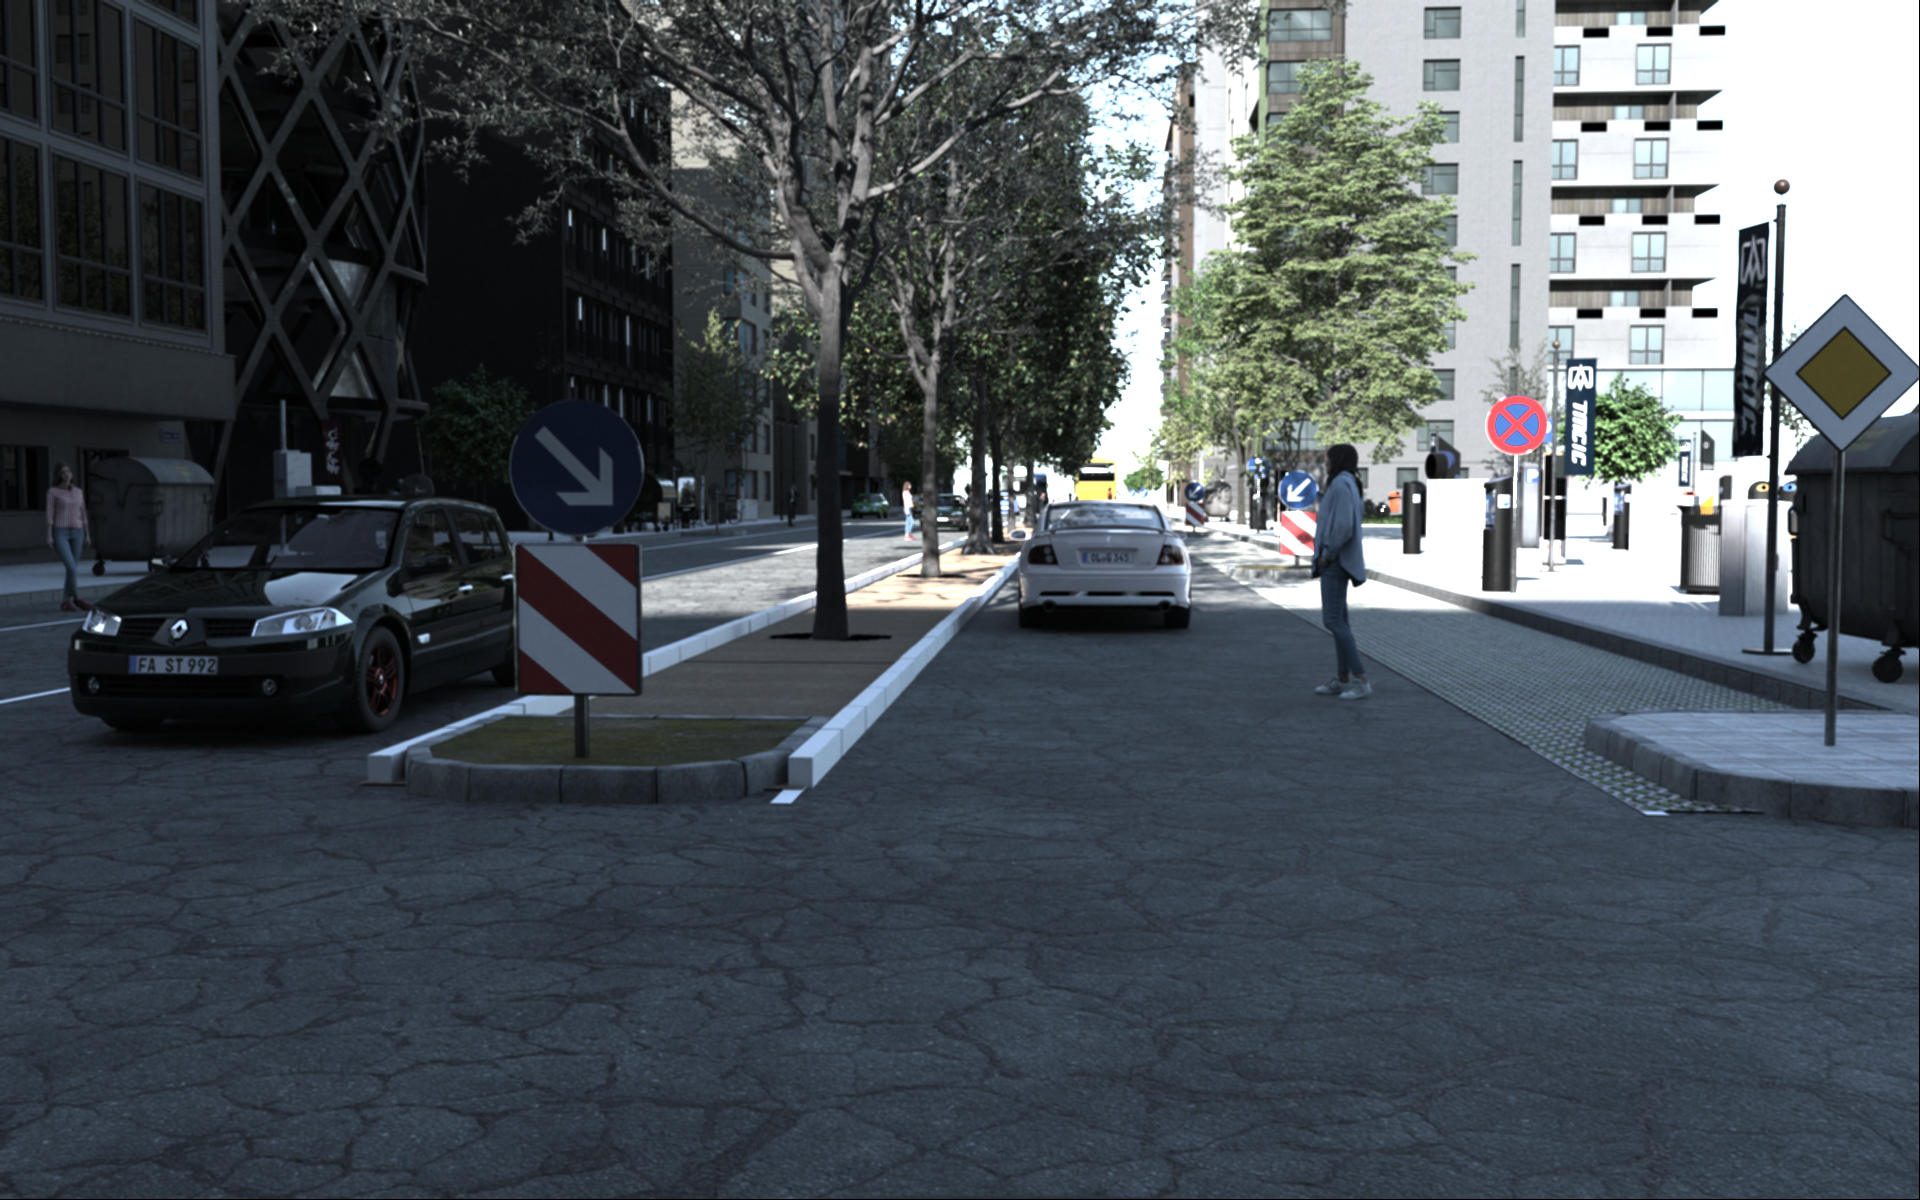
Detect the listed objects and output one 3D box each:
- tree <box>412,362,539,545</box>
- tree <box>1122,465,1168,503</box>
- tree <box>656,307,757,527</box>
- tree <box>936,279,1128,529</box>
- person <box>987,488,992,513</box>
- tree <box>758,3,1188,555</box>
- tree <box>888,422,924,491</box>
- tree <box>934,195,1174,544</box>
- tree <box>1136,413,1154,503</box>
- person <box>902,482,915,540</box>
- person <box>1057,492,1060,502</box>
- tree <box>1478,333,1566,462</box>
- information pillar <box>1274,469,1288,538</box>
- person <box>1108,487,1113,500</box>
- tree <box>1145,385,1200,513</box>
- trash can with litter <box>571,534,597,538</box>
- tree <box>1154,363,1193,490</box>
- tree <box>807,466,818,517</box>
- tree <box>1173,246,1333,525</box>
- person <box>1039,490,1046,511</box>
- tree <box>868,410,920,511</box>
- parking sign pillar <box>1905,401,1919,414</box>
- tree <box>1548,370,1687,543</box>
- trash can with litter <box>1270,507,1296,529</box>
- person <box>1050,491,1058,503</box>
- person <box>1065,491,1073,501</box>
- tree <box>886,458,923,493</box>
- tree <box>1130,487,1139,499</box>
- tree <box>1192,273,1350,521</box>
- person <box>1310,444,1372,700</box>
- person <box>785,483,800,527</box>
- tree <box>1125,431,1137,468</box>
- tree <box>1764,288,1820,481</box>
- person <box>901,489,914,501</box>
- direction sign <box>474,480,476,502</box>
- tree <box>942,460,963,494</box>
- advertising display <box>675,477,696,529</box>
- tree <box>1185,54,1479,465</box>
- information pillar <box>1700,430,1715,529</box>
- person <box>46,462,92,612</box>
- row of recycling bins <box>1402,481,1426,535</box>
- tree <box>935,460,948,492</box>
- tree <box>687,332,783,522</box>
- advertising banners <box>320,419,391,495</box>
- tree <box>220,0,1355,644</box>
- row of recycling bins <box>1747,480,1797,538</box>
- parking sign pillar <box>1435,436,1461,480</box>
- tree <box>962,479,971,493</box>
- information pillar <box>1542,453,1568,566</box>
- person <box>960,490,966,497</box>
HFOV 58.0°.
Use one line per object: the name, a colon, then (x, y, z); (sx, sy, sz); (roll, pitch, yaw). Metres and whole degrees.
tree: (-11.945, -3.648, 43.361); (4.285, 4.588, 4.351); (0, 3, 0)
tree: (20.523, -13.098, 197.871); (4.285, 4.588, 4.351); (0, 3, 0)
tree: (-10.144, -7.210, 68.250); (4.737, 8.622, 4.395); (0, 3, 0)
tree: (2.973, -9.194, 70.906); (7.486, 12.596, 7.792); (0, 3, 0)
person: (2.260, -7.432, 129.643); (0.705, 1.869, 1.348); (-1, 4, -17)
tree: (0.439, -7.389, 40.269); (9.611, 12.733, 9.660); (0, 3, 0)
tree: (-3.332, -14.926, 162.161); (7.486, 12.596, 7.792); (0, 3, 0)
tree: (0.989, -7.457, 50.139); (9.928, 11.665, 9.643); (0, 3, 0)
tree: (12.583, -8.779, 93.901); (4.737, 8.622, 4.395); (0, 3, 0)
person: (-1.610, -2.801, 54.308); (0.388, 1.821, 0.555); (0, 4, 3)
person: (13.435, -13.765, 234.345); (0.721, 1.735, 1.217); (0, 4, -5)
tree: (26.215, -7.933, 80.068); (4.360, 8.622, 3.978); (0, 3, 0)
information pillar: (9.384, -2.822, 50.632); (0.304, 2.012, 0.304); (-1, 4, -13)
person: (8.757, -5.639, 100.634); (0.705, 1.831, 1.348); (1, 4, 13)
tree: (14.477, -10.129, 115.964); (4.360, 8.622, 3.978); (0, 3, 0)
trash can with litter: (-11.124, -2.440, 51.276); (1.055, 1.170, 0.624); (3, 5, 44)
tree: (12.609, -8.083, 82.524); (4.737, 8.622, 4.395); (0, 3, 0)
tree: (-7.739, -6.398, 99.212); (1.663, 3.219, 1.824); (0, 3, 0)
tree: (11.790, -8.928, 71.724); (9.928, 11.665, 9.643); (0, 3, 0)
person: (6.874, -8.269, 144.404); (0.721, 1.736, 1.217); (2, 4, 28)
tree: (-5.211, -11.107, 131.956); (4.737, 8.622, 4.395); (0, 3, 0)
parking sign pillar: (22.344, -3.176, 40.395); (1.447, 3.967, 1.447); (-2, 4, -33)
tree: (17.468, -3.816, 46.106); (4.285, 4.588, 4.351); (0, 3, 0)
trash can with litter: (11.759, -3.217, 63.651); (2.233, 1.210, 1.678); (0, 4, -1)
person: (9.324, -9.954, 172.183); (0.756, 1.711, 0.436); (1, 4, 19)
person: (12.932, -11.895, 202.993); (1.348, 1.822, 0.705); (-1, 4, -10)
tree: (-4.658, -10.071, 148.381); (4.285, 4.588, 4.351); (0, 3, 0)
tree: (20.696, -12.688, 202.043); (1.663, 3.219, 1.824); (0, 3, 0)
tree: (10.157, -6.308, 53.493); (4.737, 8.622, 4.395); (0, 3, 0)
person: (2.730, -0.219, 12.344); (0.793, 1.790, 0.793); (-1, 4, -17)
person: (-7.418, -4.216, 76.793); (0.474, 1.900, 0.648); (2, 4, 32)
tree: (16.986, -12.459, 154.065); (4.737, 8.622, 4.395); (0, 3, 0)
tree: (29.763, -6.791, 61.399); (4.360, 8.622, 3.978); (0, 3, 0)
person: (-3.639, -7.204, 126.375); (1.348, 1.812, 0.705); (1, 4, 18)
direction sign: (-15.451, -3.862, 55.142); (0.876, 3.537, 0.379); (1, 4, 9)
tree: (-1.223, -15.120, 197.581); (4.737, 8.622, 4.395); (0, 3, 0)
advertising display: (-10.191, -3.614, 64.295); (0.123, 1.923, 0.974); (2, 4, 34)
tree: (9.902, -7.817, 45.939); (7.486, 12.596, 7.792); (0, 3, 0)
information pillar: (27.203, -4.388, 63.093); (0.504, 3.616, 0.183); (-1, 4, -8)
person: (-10.897, -0.772, 21.129); (0.388, 1.821, 0.555); (1, 4, 22)
row of recycling bins: (15.232, -2.836, 53.481); (1.069, 1.692, 3.534); (-3, 5, -43)
tree: (-2.678, -14.147, 181.659); (4.360, 8.622, 3.978); (0, 3, 0)
tree: (-10.051, -7.800, 77.890); (4.360, 8.622, 3.978); (0, 3, 0)
advertising banners: (-13.905, -2.706, 40.437); (2.074, 3.025, 0.090); (0, 4, 6)
tree: (-1.295, -6.358, 16.787); (12.009, 13.543, 11.850); (0, 3, 0)
row of recycling bins: (24.976, -2.686, 51.021); (1.069, 1.692, 3.534); (-3, 5, -42)
parking sign pillar: (21.700, -5.442, 77.447); (1.447, 3.967, 1.447); (-3, 4, -37)
tree: (1.060, -13.815, 220.470); (1.663, 3.219, 1.824); (0, 3, 0)
information pillar: (10.643, -1.621, 30.992); (0.304, 2.012, 0.304); (-1, 4, -20)
person: (0.165, -6.918, 122.274); (0.621, 1.740, 0.551); (0, 4, -4)
